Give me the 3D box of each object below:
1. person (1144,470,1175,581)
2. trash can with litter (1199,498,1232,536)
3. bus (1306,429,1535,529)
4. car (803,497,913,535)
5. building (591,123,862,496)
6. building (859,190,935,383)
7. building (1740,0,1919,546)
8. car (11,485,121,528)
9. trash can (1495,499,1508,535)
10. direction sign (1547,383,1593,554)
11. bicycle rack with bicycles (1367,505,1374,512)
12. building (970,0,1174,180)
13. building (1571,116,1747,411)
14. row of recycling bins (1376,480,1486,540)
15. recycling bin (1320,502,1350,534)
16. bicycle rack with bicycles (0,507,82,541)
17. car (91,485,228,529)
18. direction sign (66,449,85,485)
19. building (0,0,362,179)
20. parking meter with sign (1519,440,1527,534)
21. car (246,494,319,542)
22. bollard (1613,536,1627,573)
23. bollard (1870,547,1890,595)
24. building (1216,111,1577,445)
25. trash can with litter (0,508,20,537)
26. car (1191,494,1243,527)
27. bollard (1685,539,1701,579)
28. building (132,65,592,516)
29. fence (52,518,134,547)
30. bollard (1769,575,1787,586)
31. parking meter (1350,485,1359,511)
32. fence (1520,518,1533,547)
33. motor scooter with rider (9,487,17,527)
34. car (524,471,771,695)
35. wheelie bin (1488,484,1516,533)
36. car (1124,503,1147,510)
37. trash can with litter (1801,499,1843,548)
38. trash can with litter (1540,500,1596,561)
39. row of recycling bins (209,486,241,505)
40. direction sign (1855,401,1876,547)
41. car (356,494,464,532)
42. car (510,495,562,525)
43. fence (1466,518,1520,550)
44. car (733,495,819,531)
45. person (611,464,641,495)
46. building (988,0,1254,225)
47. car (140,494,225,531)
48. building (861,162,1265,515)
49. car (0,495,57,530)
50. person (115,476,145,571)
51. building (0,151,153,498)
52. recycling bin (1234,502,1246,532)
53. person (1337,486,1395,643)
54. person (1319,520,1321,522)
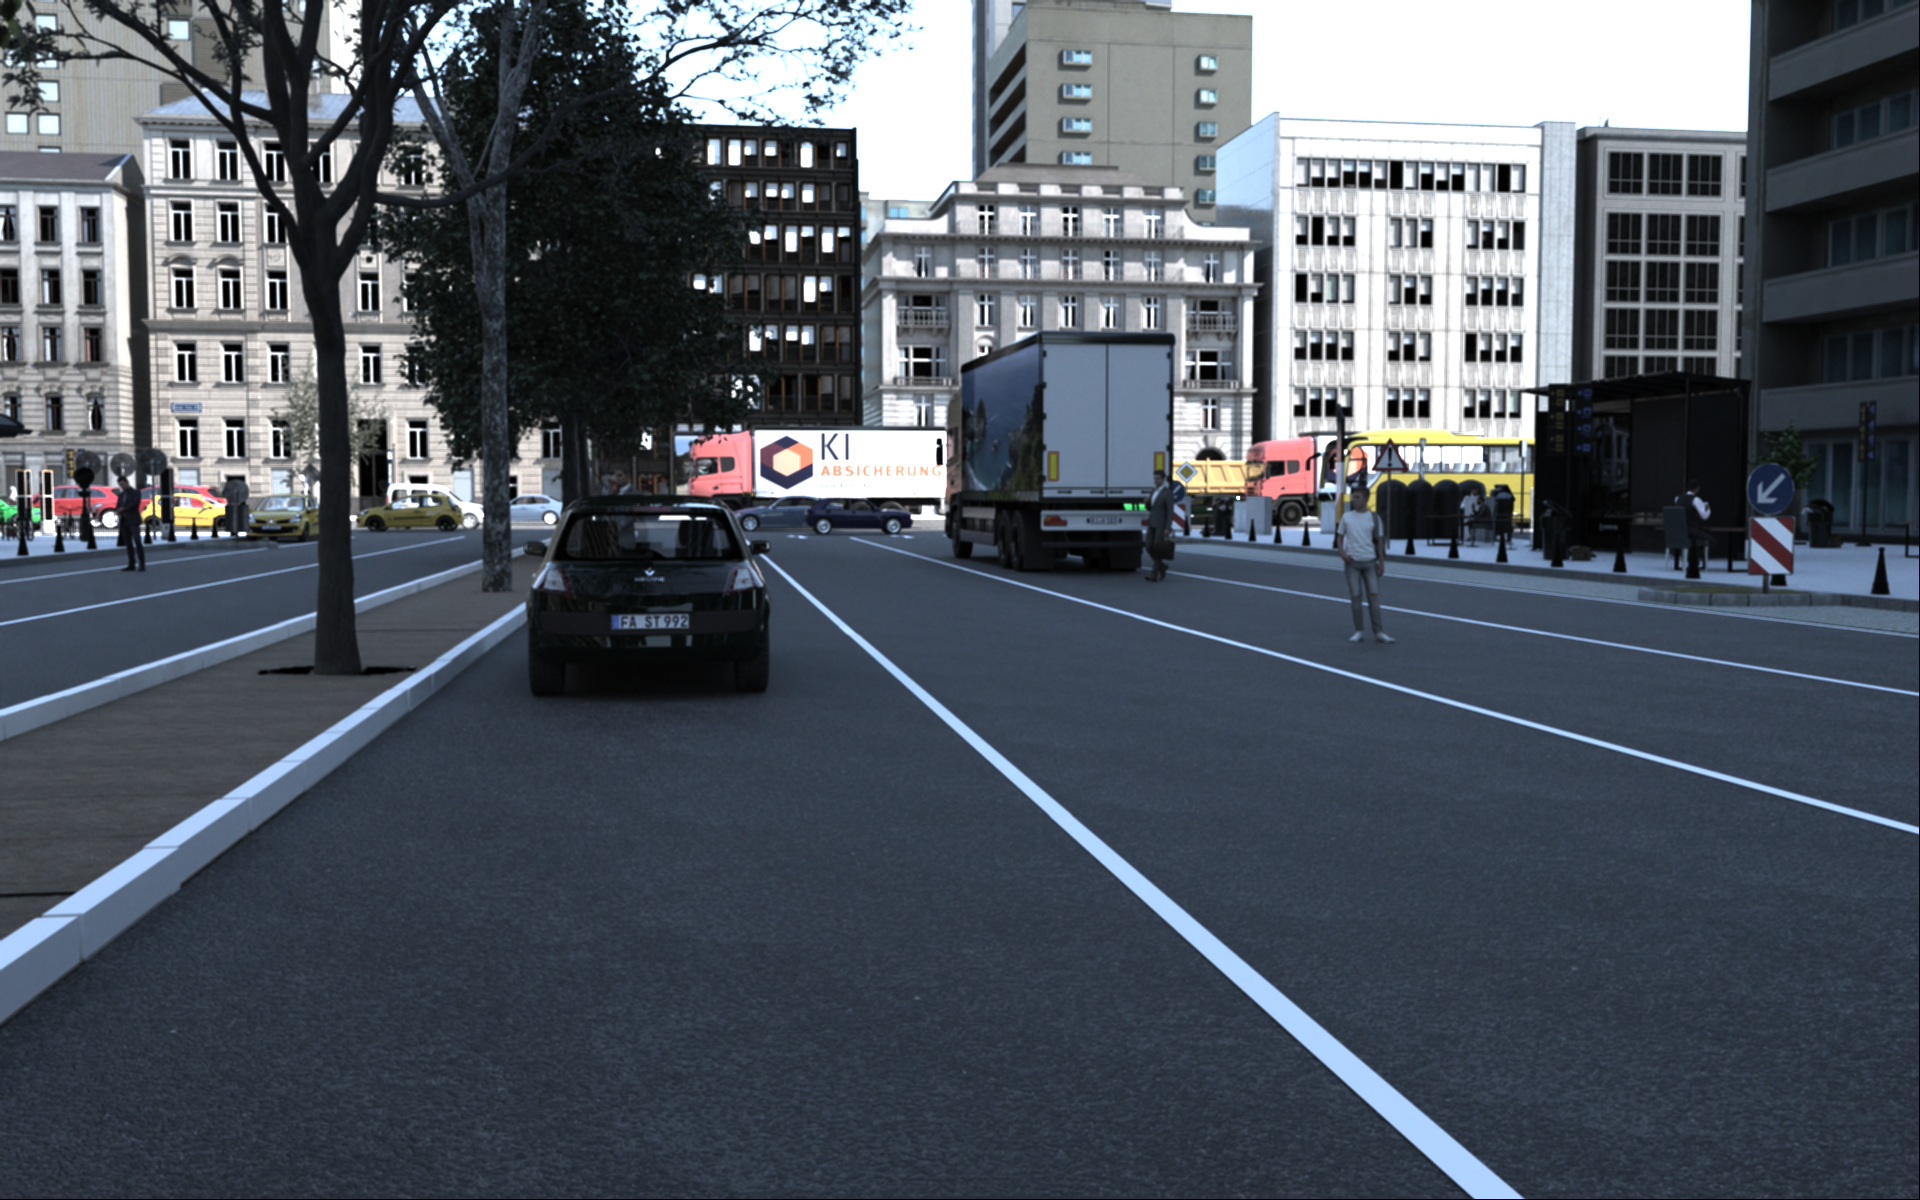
[{"bbox_3d":[3.290,-1.225,28.501,0.622,1.834,0.822,3,5,42],"label":"person"},{"bbox_3d":[7.754,-2.527,52.697,1.055,1.170,0.624,3,5,45],"label":"trash can with litter"},{"bbox_3d":[19.684,-4.595,66.676,12.252,3.916,2.896,0,4,-7],"label":"bus"},{"bbox_3d":[-3.661,-3.034,62.190,3.894,1.354,1.945,-1,4,-9],"label":"car"},{"bbox_3d":[-14.594,-16.999,107.609,15.834,23.373,12.332,-1,4,-9],"label":"building"},{"bbox_3d":[-17.399,-40.099,275.219,30.456,49.044,23.786,-1,4,-9],"label":"building"},{"bbox_3d":[34.052,-25.384,38.732,21.300,48.544,21.600,-1,4,-9],"label":"building"},{"bbox_3d":[-38.482,-4.023,74.453,5.304,1.827,2.281,-1,4,-10],"label":"car"},{"bbox_3d":[16.744,-2.597,54.108,0.748,1.137,0.748,0,3,0],"label":"trash can"},{"bbox_3d":[12.512,-2.666,35.585,0.876,3.537,0.379,0,4,7],"label":"direction sign"},{"bbox_3d":[33.789,-7.563,137.031,2.852,0.926,2.925,0,4,-2],"label":"bicycle rack with bicycles"},{"bbox_3d":[11.801,-39.804,192.792,21.231,58.520,28.212,-1,4,-9],"label":"building"},{"bbox_3d":[49.858,-19.881,118.565,24.014,27.812,14.314,-1,4,-9],"label":"building"},{"bbox_3d":[13.571,-2.605,49.708,3.534,1.692,1.069,-1,4,-21],"label":"row of recycling bins"},{"bbox_3d":[12.175,-2.666,56.145,0.722,1.027,0.722,3,5,44],"label":"recycling bin"},{"bbox_3d":[-25.689,-2.141,48.389,2.852,0.926,2.925,-1,4,-23],"label":"bicycle rack with bicycles"},{"bbox_3d":[-33.114,-3.857,71.742,5.304,1.827,2.281,0,4,-7],"label":"car"},{"bbox_3d":[-44.469,-5.823,87.198,0.876,3.537,0.379,-1,4,-9],"label":"direction sign"},{"bbox_3d":[-68.343,-34.773,157.775,28.713,52.752,27.495,-1,4,-9],"label":"building"},{"bbox_3d":[18.935,-3.639,55.751,1.738,3.016,0.543,2,4,35],"label":"parking meter with sign"},{"bbox_3d":[-20.460,-2.593,52.622,2.015,1.641,3.980,-1,4,-8],"label":"car"},{"bbox_3d":[10.820,-0.755,28.385,0.229,0.601,0.229,0,3,0],"label":"bollard"},{"bbox_3d":[11.784,-0.374,22.158,0.229,0.601,0.229,0,3,0],"label":"bollard"},{"bbox_3d":[28.247,-18.141,114.630,19.932,24.808,12.078,-1,4,-9],"label":"building"},{"bbox_3d":[-28.734,-2.470,51.779,1.055,1.170,0.624,-3,5,-39],"label":"trash can with litter"},{"bbox_3d":[10.194,-3.874,73.133,4.222,1.686,2.009,0,4,-7],"label":"car"},{"bbox_3d":[11.139,-0.628,26.306,0.229,0.601,0.229,0,3,0],"label":"bollard"},{"bbox_3d":[-35.008,-18.856,105.563,25.104,27.353,12.463,-1,4,-9],"label":"building"},{"bbox_3d":[-21.458,-1.683,42.886,0.278,0.683,2.069,2,4,27],"label":"fence"},{"bbox_3d":[11.460,-0.501,24.238,0.229,0.601,0.229,0,3,0],"label":"bollard"},{"bbox_3d":[10.800,-2.366,47.097,0.372,1.533,0.369,0,3,0],"label":"parking meter"},{"bbox_3d":[13.953,-1.702,43.210,0.278,0.683,2.069,0,4,2],"label":"fence"},{"bbox_3d":[-38.573,-3.739,70.094,1.986,1.779,0.876,0,4,-8],"label":"motor scooter with rider"},{"bbox_3d":[-2.484,-0.247,13.829,2.009,1.686,4.222,-1,4,-10],"label":"car"},{"bbox_3d":[17.825,-3.004,57.031,0.693,1.594,0.980,-1,4,-21],"label":"wheelie bin"},{"bbox_3d":[8.044,-4.183,77.194,4.718,1.807,1.959,-1,4,-9],"label":"car"},{"bbox_3d":[20.621,-1.834,41.368,1.055,1.170,0.624,-3,4,-38],"label":"trash can with litter"},{"bbox_3d":[11.795,-1.356,33.551,1.055,1.170,0.624,3,5,42],"label":"trash can with litter"},{"bbox_3d":[-38.297,-4.926,87.660,3.534,1.692,1.069,-3,5,-42],"label":"row of recycling bins"},{"bbox_3d":[22.189,-3.084,42.428,0.379,3.537,0.876,0,4,6],"label":"direction sign"},{"bbox_3d":[-21.122,-3.445,66.544,3.980,1.641,2.015,-1,4,-10],"label":"car"},{"bbox_3d":[-20.547,-4.266,81.758,4.499,1.417,2.014,0,4,-8],"label":"car"},{"bbox_3d":[12.583,-1.567,40.997,0.278,0.683,2.069,-1,4,-9],"label":"fence"},{"bbox_3d":[-6.743,-3.404,67.663,4.499,1.417,2.014,-1,4,-10],"label":"car"},{"bbox_3d":[-4.098,-0.735,20.794,0.520,1.790,0.573,1,4,21],"label":"person"},{"bbox_3d":[14.975,-33.304,168.220,21.300,48.544,21.600,-1,4,-9],"label":"building"},{"bbox_3d":[-29.902,-3.525,67.865,3.980,1.641,2.015,0,4,-7],"label":"car"},{"bbox_3d":[5.843,-16.486,111.343,24.055,21.916,13.314,-1,4,-9],"label":"building"},{"bbox_3d":[-38.168,-3.629,68.136,4.718,1.807,1.959,-1,4,-10],"label":"car"},{"bbox_3d":[-15.458,-1.420,32.166,0.683,1.767,0.568,1,4,15],"label":"person"},{"bbox_3d":[-56.467,-15.331,99.817,18.267,20.994,9.793,-1,4,-9],"label":"building"},{"bbox_3d":[9.696,-2.790,58.166,0.722,1.027,0.722,-2,4,-35],"label":"recycling bin"},{"bbox_3d":[3.942,-0.350,16.815,0.503,1.515,0.523,-1,4,-17],"label":"person"},{"bbox_3d":[18.676,-4.926,89.391,0.624,1.780,0.694,-2,4,-23],"label":"person"}]
